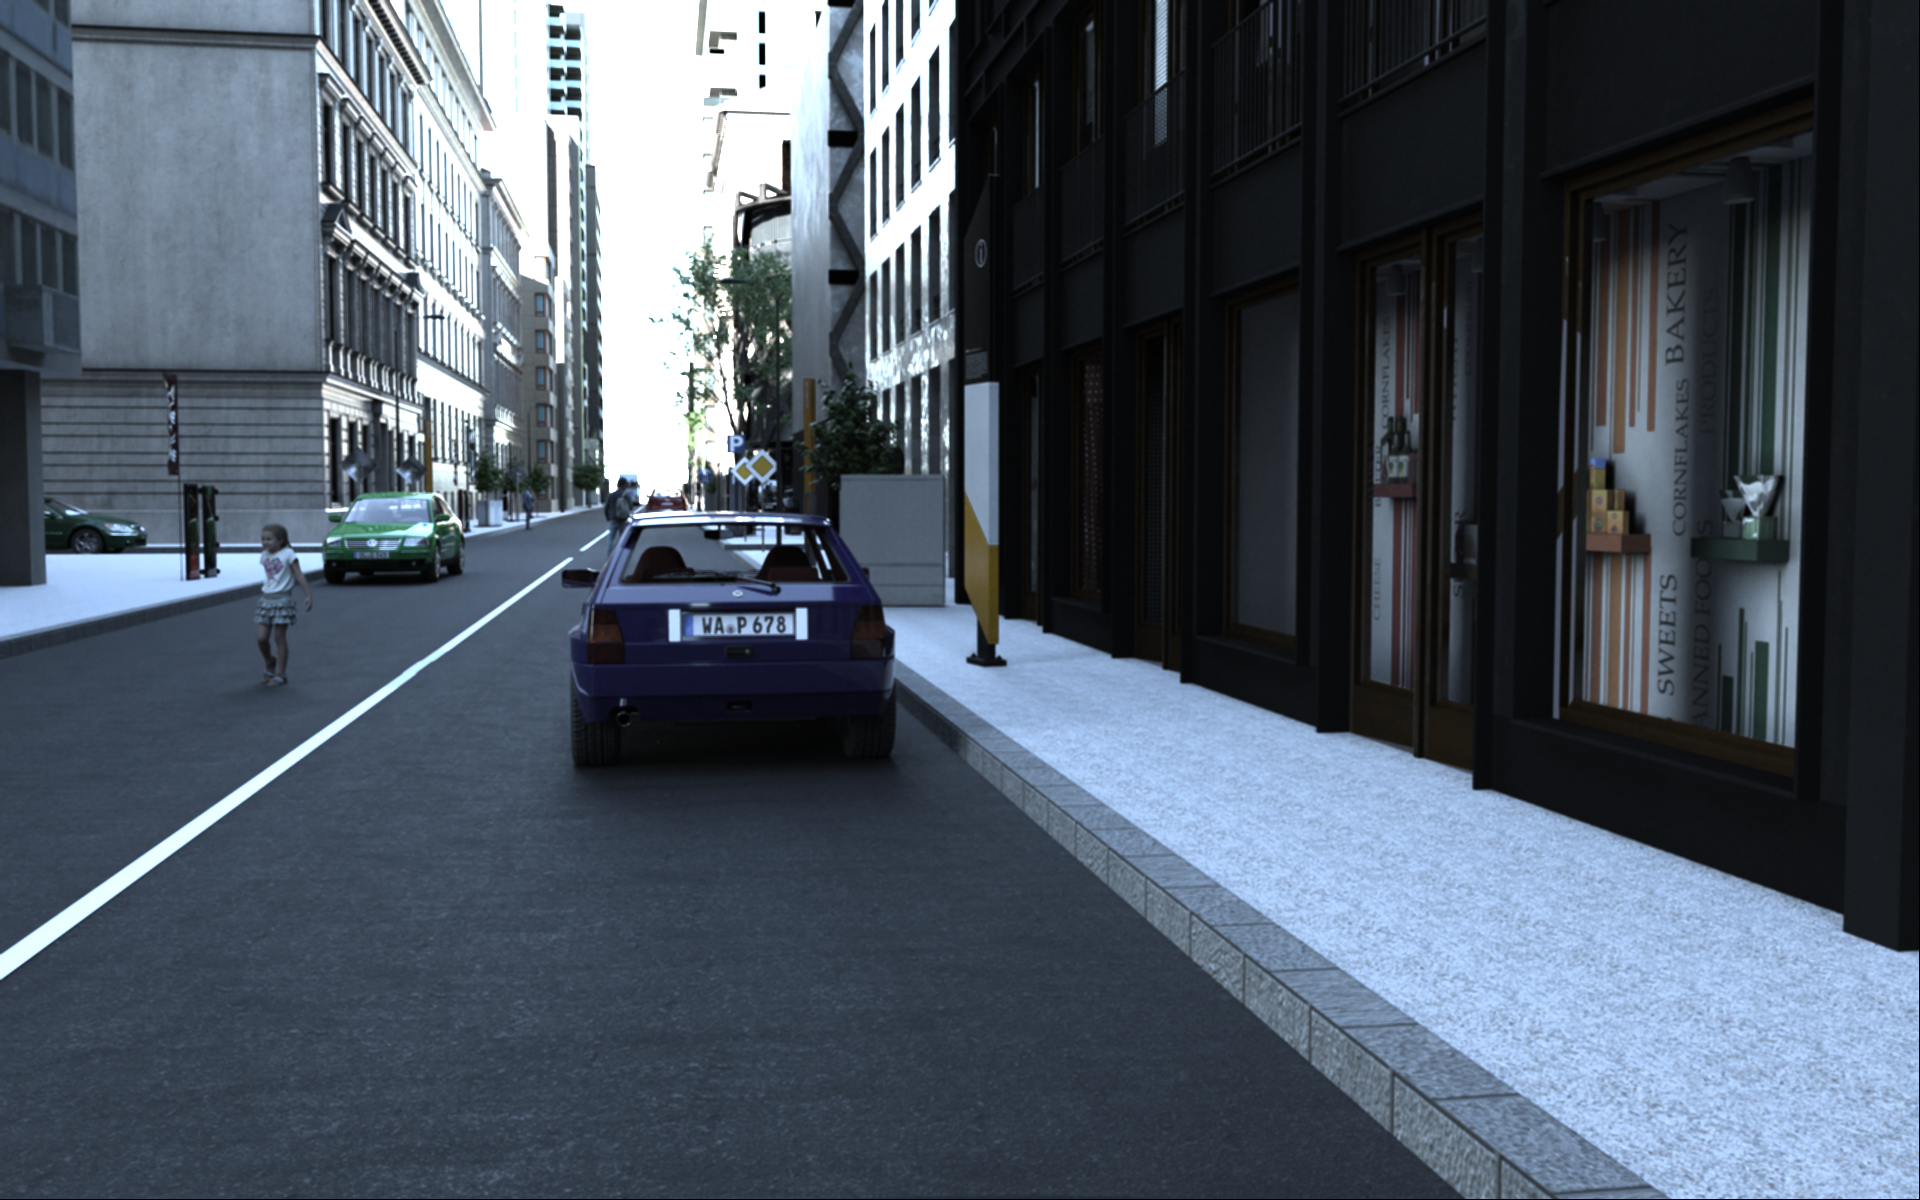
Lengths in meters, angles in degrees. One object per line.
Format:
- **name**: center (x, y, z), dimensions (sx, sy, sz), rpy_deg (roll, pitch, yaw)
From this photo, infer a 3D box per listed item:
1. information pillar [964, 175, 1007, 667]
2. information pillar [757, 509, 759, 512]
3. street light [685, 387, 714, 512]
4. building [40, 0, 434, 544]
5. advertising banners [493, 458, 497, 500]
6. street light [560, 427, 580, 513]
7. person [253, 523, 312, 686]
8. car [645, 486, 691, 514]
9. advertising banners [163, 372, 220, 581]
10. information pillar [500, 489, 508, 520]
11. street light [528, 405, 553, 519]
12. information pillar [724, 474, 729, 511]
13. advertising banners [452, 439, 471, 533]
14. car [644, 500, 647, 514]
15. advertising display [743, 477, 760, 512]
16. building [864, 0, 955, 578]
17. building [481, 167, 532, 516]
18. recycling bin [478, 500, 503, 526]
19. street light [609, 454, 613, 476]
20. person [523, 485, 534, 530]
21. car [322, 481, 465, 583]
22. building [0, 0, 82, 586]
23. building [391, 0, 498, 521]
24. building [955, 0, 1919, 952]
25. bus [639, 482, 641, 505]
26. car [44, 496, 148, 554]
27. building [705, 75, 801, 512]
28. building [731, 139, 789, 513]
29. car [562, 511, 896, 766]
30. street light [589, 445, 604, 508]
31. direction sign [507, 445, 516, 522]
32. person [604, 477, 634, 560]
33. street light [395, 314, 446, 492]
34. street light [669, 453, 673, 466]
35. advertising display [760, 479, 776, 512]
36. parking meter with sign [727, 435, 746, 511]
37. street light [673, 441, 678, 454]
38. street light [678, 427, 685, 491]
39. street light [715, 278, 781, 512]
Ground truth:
- **information pillar**: center (0.167, -1.324, 13.007), dimensions (0.183, 3.616, 0.504), rpy_deg (-1, 4, -22)
- **information pillar**: center (-9.071, -4.401, 76.445), dimensions (0.304, 2.012, 0.304), rpy_deg (3, 5, 39)
- **street light**: center (-11.006, -6.270, 75.048), dimensions (1.470, 5.913, 1.316), rpy_deg (-1, 4, -10)
- **building**: center (-22.616, -11.505, 52.733), dimensions (10.561, 19.102, 19.286), rpy_deg (-1, 4, -10)
- **advertising banners**: center (-19.210, -4.611, 71.578), dimensions (0.090, 3.025, 2.074), rpy_deg (-1, 4, -16)
- **street light**: center (-27.051, -9.027, 120.127), dimensions (1.470, 5.913, 1.316), rpy_deg (-1, 4, -10)
- **person**: center (-5.095, 0.026, 13.093), dimensions (0.505, 1.210, 0.382), rpy_deg (1, 4, 12)
- **car**: center (-14.526, -4.741, 86.182), dimensions (2.281, 1.827, 5.304), rpy_deg (-1, 4, -9)
- **advertising banners**: center (-11.478, -1.815, 25.864), dimensions (0.090, 3.025, 2.074), rpy_deg (0, 4, -5)
- **information pillar**: center (-22.162, -4.875, 84.198), dimensions (0.304, 2.012, 0.304), rpy_deg (-2, 4, -32)
- **street light**: center (-21.812, -7.183, 89.981), dimensions (1.470, 5.913, 1.316), rpy_deg (-1, 4, -10)
- **information pillar**: center (-8.444, -3.601, 63.366), dimensions (0.304, 2.012, 0.304), rpy_deg (-1, 4, -17)
- **advertising banners**: center (-16.225, -3.678, 56.322), dimensions (0.090, 3.025, 2.074), rpy_deg (0, 4, -2)
- **car**: center (-18.970, -6.104, 109.594), dimensions (2.009, 1.686, 4.222), rpy_deg (-1, 4, -9)
- **advertising display**: center (-6.503, -2.957, 53.556), dimensions (0.123, 1.923, 0.974), rpy_deg (1, 4, 14)
- **building**: center (4.535, -10.665, 29.126), dimensions (10.420, 20.320, 16.860), rpy_deg (-1, 4, -10)
- **building**: center (-31.825, -16.262, 102.041), dimensions (11.583, 22.565, 21.152), rpy_deg (-1, 4, -10)
- **recycling bin**: center (-18.719, -3.454, 69.022), dimensions (0.722, 1.027, 0.722), rpy_deg (3, 4, 37)
- **street light**: center (-41.050, -14.003, 201.490), dimensions (1.470, 5.913, 1.316), rpy_deg (-1, 4, -10)
- **person**: center (-17.453, -3.749, 69.983), dimensions (0.419, 1.800, 0.721), rpy_deg (0, 3, 0)
- **car**: center (-9.566, -1.262, 29.425), dimensions (1.959, 1.807, 4.718), rpy_deg (-1, 4, -8)
- **building**: center (-23.096, -19.820, 15.937), dimensions (23.993, 40.220, 32.217), rpy_deg (-1, 4, -10)
- **building**: center (-29.940, -14.871, 76.419), dimensions (16.112, 22.955, 30.059), rpy_deg (-1, 4, -10)
- **building**: center (7.342, -11.210, 12.958), dimensions (12.332, 23.373, 15.834), rpy_deg (-1, 4, -10)
- **bus**: center (-44.528, -14.639, 234.204), dimensions (2.948, 3.499, 13.247), rpy_deg (-1, 4, -10)
- **car**: center (-21.330, -1.713, 39.800), dimensions (4.920, 1.459, 2.131), rpy_deg (-1, 4, -9)
- **building**: center (-9.233, -19.007, 108.022), dimensions (12.463, 27.353, 25.104), rpy_deg (-1, 4, -10)
- **building**: center (-3.109, -13.482, 87.878), dimensions (16.820, 18.784, 16.811), rpy_deg (-1, 4, -10)
- **car**: center (-1.456, 0.122, 10.585), dimensions (1.945, 1.354, 3.894), rpy_deg (-1, 4, -10)
- **street light**: center (-34.710, -11.761, 164.831), dimensions (1.470, 5.913, 1.316), rpy_deg (-1, 4, -10)
- **direction sign**: center (-20.626, -5.354, 79.527), dimensions (0.379, 3.537, 0.876), rpy_deg (-1, 4, -17)
- **person**: center (-7.170, -1.685, 36.397), dimensions (0.623, 1.781, 0.721), rpy_deg (-1, 4, -8)
- **street light**: center (-13.996, -4.422, 44.845), dimensions (1.470, 5.913, 1.316), rpy_deg (-1, 4, -10)
- **street light**: center (-31.639, -13.597, 194.851), dimensions (1.470, 5.913, 1.316), rpy_deg (-1, 4, -10)
- **advertising display**: center (-8.318, -4.279, 75.178), dimensions (0.974, 1.923, 0.123), rpy_deg (-1, 4, -21)
- **parking meter with sign**: center (-6.656, -3.386, 51.624), dimensions (0.543, 3.016, 1.738), rpy_deg (0, 4, -7)
- **street light**: center (-23.949, -10.900, 150.753), dimensions (1.470, 5.913, 1.316), rpy_deg (-1, 4, -10)
- **street light**: center (-18.435, -8.969, 119.191), dimensions (1.470, 5.913, 1.316), rpy_deg (-1, 4, -10)
- **street light**: center (-4.478, -3.972, 37.478), dimensions (1.470, 5.913, 1.316), rpy_deg (-1, 4, -10)
